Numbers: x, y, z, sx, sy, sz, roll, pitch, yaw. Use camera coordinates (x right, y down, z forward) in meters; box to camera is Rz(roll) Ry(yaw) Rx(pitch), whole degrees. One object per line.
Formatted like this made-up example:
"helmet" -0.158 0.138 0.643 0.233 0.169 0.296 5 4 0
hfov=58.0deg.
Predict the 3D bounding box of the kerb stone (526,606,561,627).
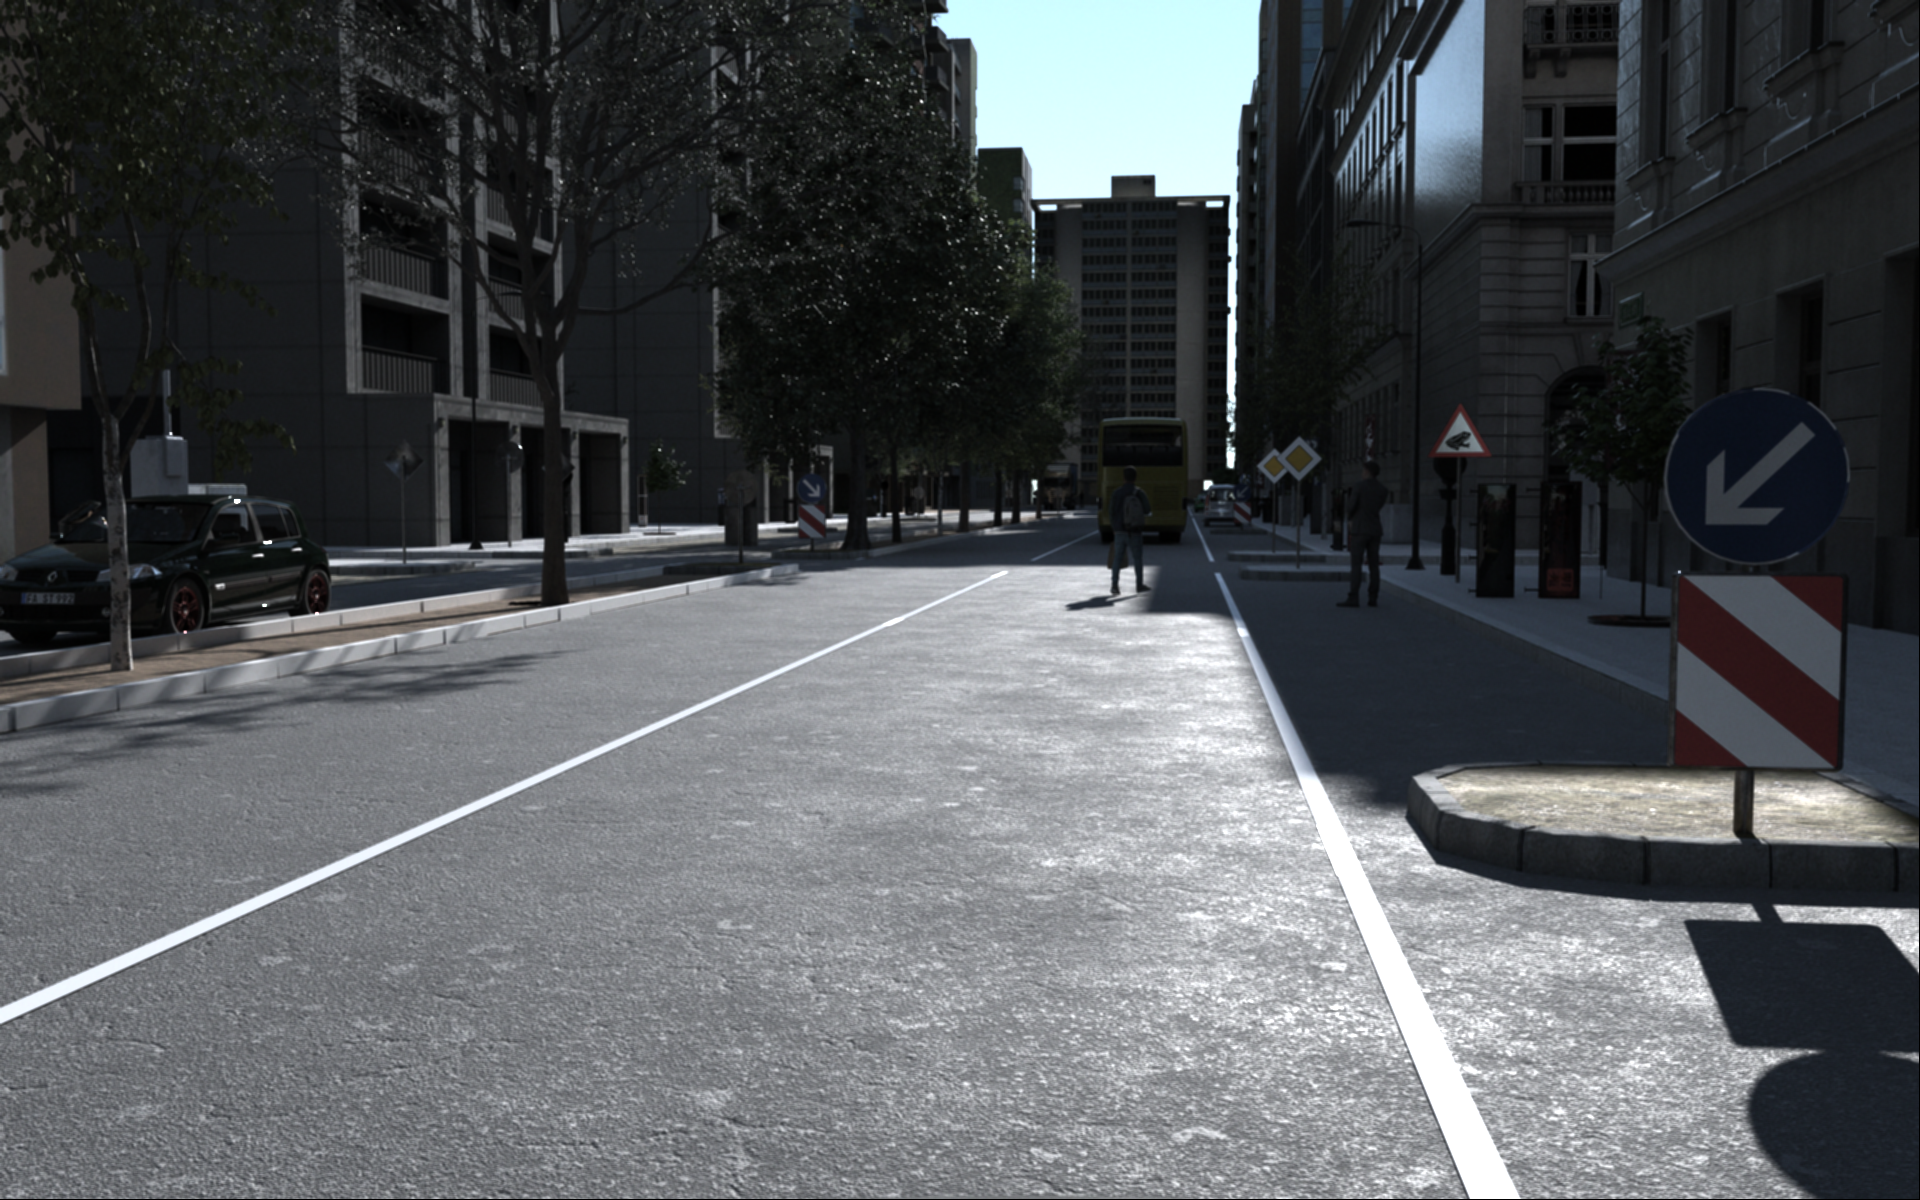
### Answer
"kerb stone" -4.659 0.190 19.092 0.120 0.150 1.000 0 4 7

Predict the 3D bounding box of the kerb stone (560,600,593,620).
"kerb stone" -4.519 0.128 20.108 0.120 0.150 1.000 0 4 7

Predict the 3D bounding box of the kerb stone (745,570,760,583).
"kerb stone" -3.485 -0.366 28.257 0.120 0.150 1.000 0 4 7

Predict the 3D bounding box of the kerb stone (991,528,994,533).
"kerb stone" 1.023 -2.520 63.392 0.120 0.150 1.000 0 4 7

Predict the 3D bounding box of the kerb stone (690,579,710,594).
"kerb stone" -3.870 -0.184 25.206 0.120 0.150 1.000 0 4 7

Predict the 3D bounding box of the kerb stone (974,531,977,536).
"kerb stone" 0.366 -2.208 58.303 0.120 0.150 1.000 0 4 7

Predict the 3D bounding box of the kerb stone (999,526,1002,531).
"kerb stone" 1.417 -2.706 66.434 0.120 0.150 1.000 0 4 7

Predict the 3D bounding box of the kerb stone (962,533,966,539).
"kerb stone" -0.011 -2.022 55.252 0.120 0.150 1.000 0 4 7

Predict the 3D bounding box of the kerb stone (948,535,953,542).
"kerb stone" -0.414 -1.835 52.194 0.120 0.150 1.000 0 4 7

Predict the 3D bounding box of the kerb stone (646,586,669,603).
"kerb stone" -4.135 -0.060 23.171 0.120 0.150 1.000 0 4 7

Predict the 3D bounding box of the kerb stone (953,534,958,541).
"kerb stone" -0.273 -1.898 53.222 0.120 0.150 1.000 0 4 7

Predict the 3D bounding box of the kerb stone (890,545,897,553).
"kerb stone" -1.718 -1.212 42.005 0.120 0.150 1.000 0 4 7

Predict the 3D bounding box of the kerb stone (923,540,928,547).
"kerb stone" -1.061 -1.521 47.095 0.120 0.150 1.000 0 4 7

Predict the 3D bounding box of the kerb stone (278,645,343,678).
"kerb stone" -5.305 0.501 14.003 0.120 0.150 1.000 0 4 7

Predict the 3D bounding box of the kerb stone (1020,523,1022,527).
"kerb stone" 2.471 -3.203 74.562 0.120 0.150 1.000 0 4 7

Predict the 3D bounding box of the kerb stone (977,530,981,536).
"kerb stone" 0.501 -2.271 59.321 0.120 0.150 1.000 0 4 7

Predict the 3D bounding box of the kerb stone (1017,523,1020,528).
"kerb stone" 2.333 -3.141 73.548 0.120 0.150 1.000 0 4 7

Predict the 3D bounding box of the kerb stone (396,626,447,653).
"kerb stone" -5.046 0.377 16.033 0.120 0.150 1.000 0 4 7

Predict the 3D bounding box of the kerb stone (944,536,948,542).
"kerb stone" -0.545 -1.772 51.167 0.120 0.150 1.000 0 4 7

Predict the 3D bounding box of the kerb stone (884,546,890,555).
"kerb stone" -1.851 -1.149 40.989 0.120 0.150 1.000 0 4 7

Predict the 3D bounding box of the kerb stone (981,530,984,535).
"kerb stone" 0.637 -2.333 60.341 0.120 0.150 1.000 0 4 7

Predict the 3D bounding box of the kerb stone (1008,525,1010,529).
"kerb stone" 1.797 -2.892 69.485 0.120 0.150 1.000 0 4 7

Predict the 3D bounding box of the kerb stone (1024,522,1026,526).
"kerb stone" 2.720 -3.323 76.605 0.120 0.150 1.000 0 4 7

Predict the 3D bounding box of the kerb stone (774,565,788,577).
"kerb stone" -3.217 -0.495 30.292 0.120 0.150 1.000 0 4 7

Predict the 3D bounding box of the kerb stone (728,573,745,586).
"kerb stone" -3.607 -0.309 27.242 0.120 0.150 1.000 0 4 7

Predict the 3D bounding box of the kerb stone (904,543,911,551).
"kerb stone" -1.456 -1.335 44.049 0.120 0.150 1.000 0 4 7

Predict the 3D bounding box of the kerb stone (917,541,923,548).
"kerb stone" -1.192 -1.452 46.082 0.120 0.150 1.000 0 4 7

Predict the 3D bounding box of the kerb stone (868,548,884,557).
"kerb stone" -1.967 -1.087 39.972 0.120 0.150 1.000 0 4 7

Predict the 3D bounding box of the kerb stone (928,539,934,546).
"kerb stone" -0.936 -1.585 48.114 0.120 0.150 1.000 0 4 7

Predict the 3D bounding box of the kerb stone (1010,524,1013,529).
"kerb stone" 1.934 -2.953 70.499 0.120 0.150 1.000 0 4 7

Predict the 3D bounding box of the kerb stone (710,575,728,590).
"kerb stone" -3.738 -0.244 26.224 0.120 0.150 1.000 0 4 7

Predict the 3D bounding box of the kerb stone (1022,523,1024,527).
"kerb stone" 2.589 -3.265 75.586 0.120 0.150 1.000 0 4 7

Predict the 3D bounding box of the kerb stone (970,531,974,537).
"kerb stone" 0.248 -2.143 57.287 0.120 0.150 1.000 0 4 7

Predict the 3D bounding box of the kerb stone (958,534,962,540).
"kerb stone" -0.145 -1.960 54.236 0.120 0.150 1.000 0 4 7

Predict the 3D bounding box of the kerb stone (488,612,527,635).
"kerb stone" -4.793 0.253 18.072 0.120 0.150 1.000 0 4 7

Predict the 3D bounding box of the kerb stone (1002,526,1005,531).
"kerb stone" 1.551 -2.768 67.447 0.120 0.150 1.000 0 4 7

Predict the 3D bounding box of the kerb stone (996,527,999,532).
"kerb stone" 1.284 -2.642 65.420 0.120 0.150 1.000 0 4 7

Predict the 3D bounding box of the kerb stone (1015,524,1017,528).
"kerb stone" 2.195 -3.076 72.535 0.120 0.150 1.000 0 4 7

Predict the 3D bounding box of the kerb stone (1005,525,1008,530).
"kerb stone" 1.683 -2.830 68.461 0.120 0.150 1.000 0 4 7

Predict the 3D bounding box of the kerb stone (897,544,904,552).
"kerb stone" -1.588 -1.269 43.033 0.120 0.150 1.000 0 4 7

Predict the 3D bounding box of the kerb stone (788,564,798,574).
"kerb stone" -3.089 -0.557 31.306 0.120 0.150 1.000 0 4 7

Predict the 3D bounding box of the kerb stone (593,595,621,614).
"kerb stone" -4.389 0.065 21.138 0.120 0.150 1.000 0 4 7

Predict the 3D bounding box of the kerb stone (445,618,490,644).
"kerb stone" -4.908 0.315 17.048 0.120 0.150 1.000 0 4 7

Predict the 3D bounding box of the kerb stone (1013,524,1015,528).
"kerb stone" 2.067 -3.017 71.519 0.120 0.150 1.000 0 4 7

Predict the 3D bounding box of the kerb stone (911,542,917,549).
"kerb stone" -1.325 -1.399 45.068 0.120 0.150 1.000 0 4 7

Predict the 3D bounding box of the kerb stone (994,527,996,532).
"kerb stone" 1.150 -2.580 64.407 0.120 0.150 1.000 0 4 7

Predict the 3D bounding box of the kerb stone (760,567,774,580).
"kerb stone" -3.354 -0.429 29.274 0.120 0.150 1.000 0 4 7

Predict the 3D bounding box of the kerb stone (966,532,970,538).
"kerb stone" 0.112 -2.084 56.269 0.120 0.150 1.000 0 4 7

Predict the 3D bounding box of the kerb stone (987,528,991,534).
"kerb stone" 0.895 -2.450 62.376 0.120 0.150 1.000 0 4 7

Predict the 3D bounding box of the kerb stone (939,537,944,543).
"kerb stone" -0.674 -1.707 50.153 0.120 0.150 1.000 0 4 7

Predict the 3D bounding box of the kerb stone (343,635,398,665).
"kerb stone" -5.182 0.443 15.020 0.120 0.150 1.000 0 4 7

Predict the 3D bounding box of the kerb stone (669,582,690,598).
"kerb stone" -4.010 -0.122 24.192 0.120 0.150 1.000 0 4 7

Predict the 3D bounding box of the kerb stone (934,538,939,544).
"kerb stone" -0.803 -1.648 49.134 0.120 0.150 1.000 0 4 7

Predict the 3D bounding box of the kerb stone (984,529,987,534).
"kerb stone" 0.761 -2.392 61.362 0.120 0.150 1.000 0 4 7

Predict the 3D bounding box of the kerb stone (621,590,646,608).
"kerb stone" -4.264 0.005 22.152 0.120 0.150 1.000 0 4 7
